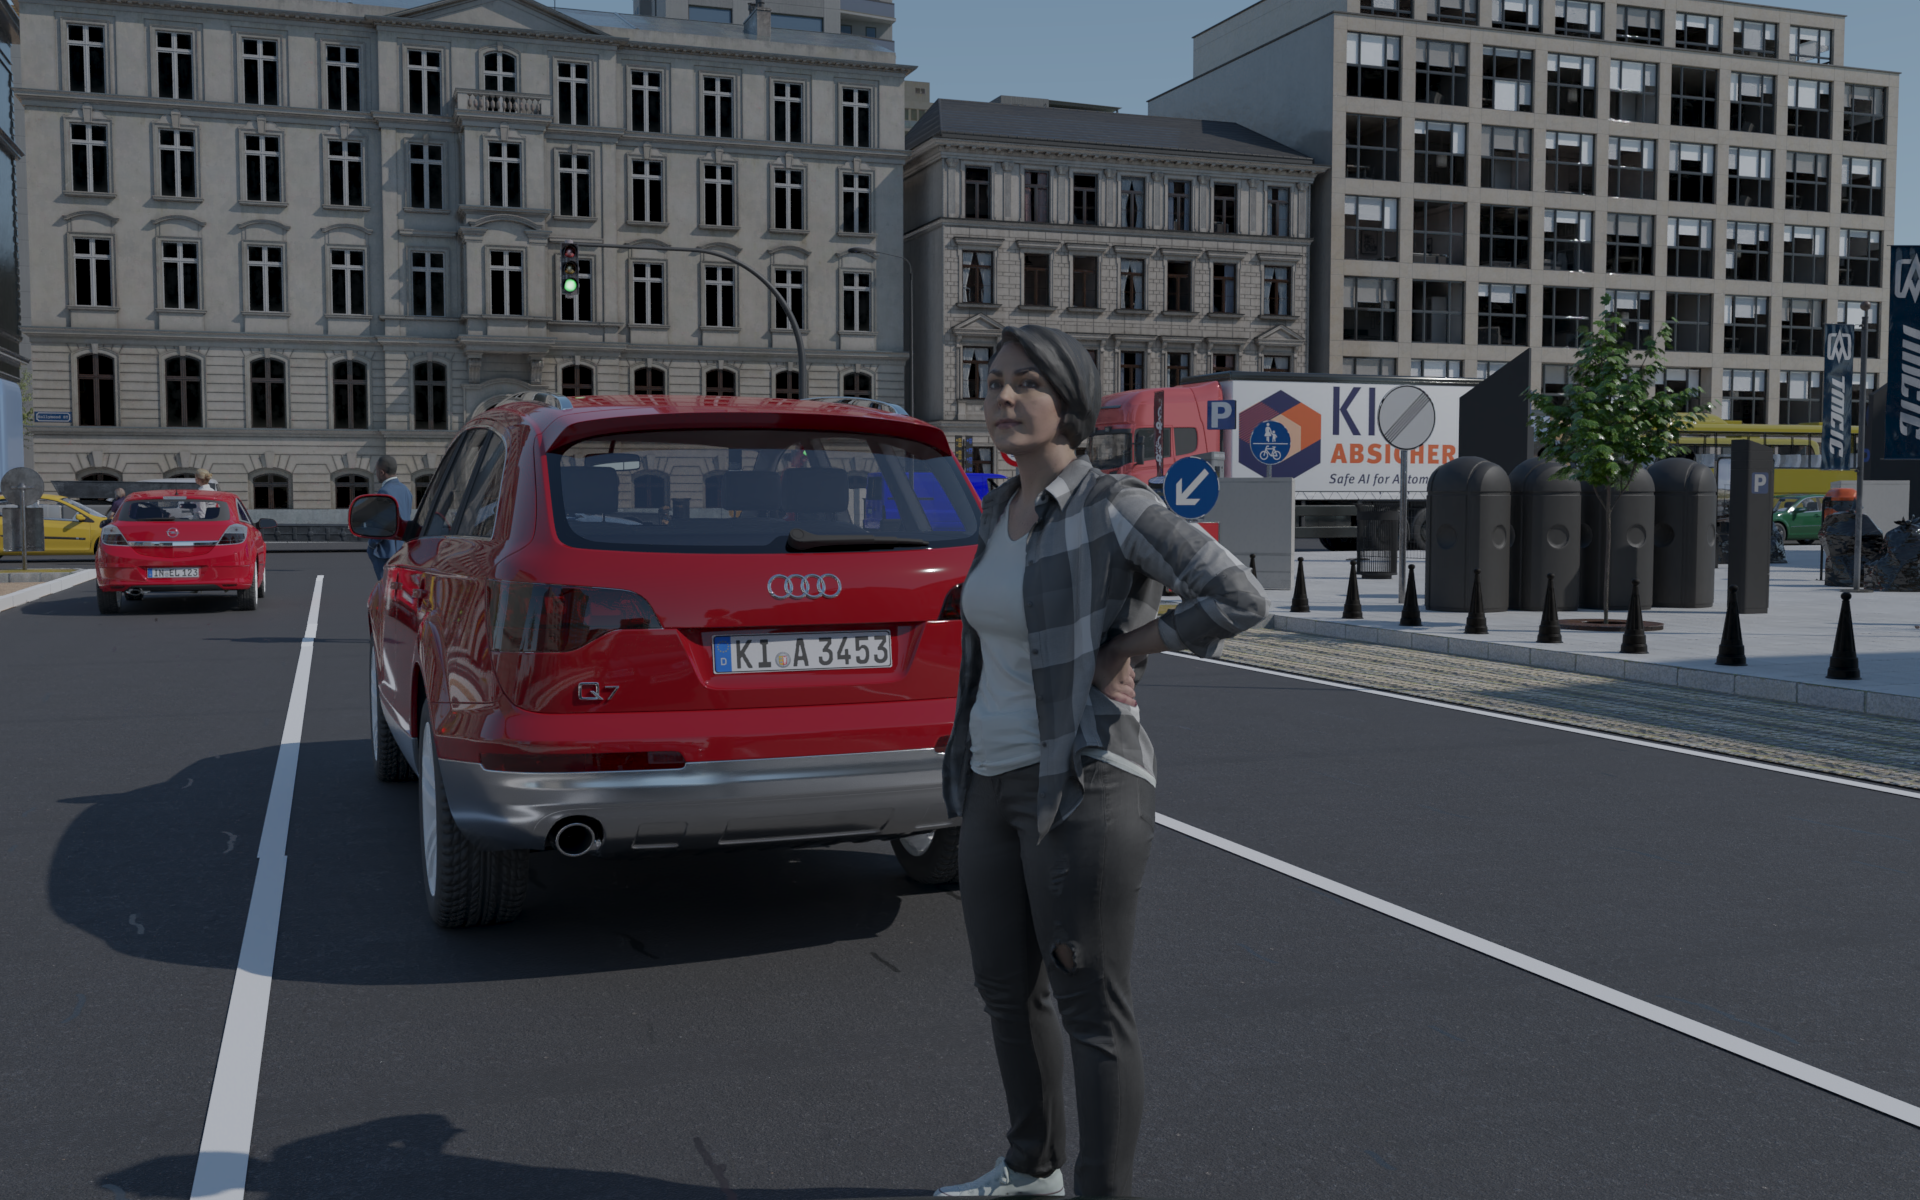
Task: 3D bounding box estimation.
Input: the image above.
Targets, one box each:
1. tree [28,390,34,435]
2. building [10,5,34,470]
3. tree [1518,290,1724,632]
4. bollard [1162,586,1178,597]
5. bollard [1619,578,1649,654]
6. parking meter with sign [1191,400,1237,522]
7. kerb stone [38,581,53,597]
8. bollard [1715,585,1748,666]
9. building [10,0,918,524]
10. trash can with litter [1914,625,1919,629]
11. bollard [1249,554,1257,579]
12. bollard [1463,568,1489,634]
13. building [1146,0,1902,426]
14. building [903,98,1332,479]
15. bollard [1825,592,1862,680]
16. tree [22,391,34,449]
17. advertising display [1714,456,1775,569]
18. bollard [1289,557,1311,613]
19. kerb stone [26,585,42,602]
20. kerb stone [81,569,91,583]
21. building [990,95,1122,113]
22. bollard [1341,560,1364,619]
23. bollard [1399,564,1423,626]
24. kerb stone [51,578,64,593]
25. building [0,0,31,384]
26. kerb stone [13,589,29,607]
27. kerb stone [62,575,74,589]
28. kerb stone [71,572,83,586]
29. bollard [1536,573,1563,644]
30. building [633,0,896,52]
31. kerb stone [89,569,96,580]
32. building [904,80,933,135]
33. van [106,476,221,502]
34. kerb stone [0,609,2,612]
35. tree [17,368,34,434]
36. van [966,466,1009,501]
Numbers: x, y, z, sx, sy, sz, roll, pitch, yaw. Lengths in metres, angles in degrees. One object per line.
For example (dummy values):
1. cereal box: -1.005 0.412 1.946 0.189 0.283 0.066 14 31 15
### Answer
1. tree: -55.931 -12.040 113.854 9.611 12.733 9.660 0 3 0
2. building: -124.075 -40.779 208.742 28.212 58.520 21.231 -1 4 -20
3. tree: 6.124 -1.348 16.649 1.663 3.219 1.824 0 3 0
4. bollard: 2.630 -0.350 21.770 0.229 0.601 0.229 0 3 0
5. bollard: 5.443 0.127 13.970 0.229 0.601 0.229 0 3 0
6. parking meter with sign: 4.472 -2.153 31.462 0.543 3.016 1.738 2 4 27
7. kerb stone: -12.907 -0.128 24.290 0.120 0.150 1.000 -1 4 -20
8. bollard: 5.796 0.186 12.997 0.229 0.601 0.229 0 3 0
9. building: -20.000 -15.578 73.780 34.723 24.649 14.460 -1 4 -20
10. trash can with litter: 10.349 -0.337 16.564 2.233 1.210 1.678 1 4 23
11. bollard: 3.341 -0.230 19.796 0.229 0.601 0.229 0 3 0
12. bollard: 4.748 0.008 15.912 0.229 0.601 0.229 0 3 0
13. building: 29.752 -17.717 94.191 34.151 26.468 19.350 -1 4 -20
14. building: 6.123 -13.246 81.205 19.286 19.102 10.561 -1 4 -20
15. bollard: 6.148 0.245 12.033 0.229 0.601 0.229 0 3 0
16. tree: -53.785 -8.914 96.111 4.360 8.622 3.978 0 3 0
17. advertising display: 13.453 -1.501 29.758 0.974 1.923 0.123 0 4 4
18. bollard: 3.697 -0.170 18.816 0.229 0.601 0.229 0 3 0
19. kerb stone: -12.552 -0.068 23.324 0.120 0.150 1.000 -1 4 -20
20. kerb stone: -14.304 -0.365 28.164 0.120 0.150 1.000 -1 4 -20
21. building: 8.226 -30.535 182.838 14.086 41.232 14.154 -1 4 -20
22. bollard: 4.048 -0.110 17.843 0.229 0.601 0.229 0 3 0
23. bollard: 4.396 -0.051 16.877 0.229 0.601 0.229 0 3 0
24. kerb stone: -13.250 -0.184 25.258 0.120 0.150 1.000 -1 4 -20
25. building: -45.862 -14.357 63.608 19.941 23.489 11.050 -1 4 -20
26. kerb stone: -12.197 -0.007 22.356 0.120 0.150 1.000 -1 4 -20
27. kerb stone: -13.598 -0.247 26.230 0.120 0.150 1.000 -1 4 -20
28. kerb stone: -13.953 -0.306 27.196 0.120 0.150 1.000 -1 4 -20
29. bollard: 5.092 0.067 14.945 0.229 0.601 0.229 0 3 0
30. building: -17.626 -37.257 151.147 21.231 58.520 28.212 -1 4 -20
31. kerb stone: -14.652 -0.424 29.128 0.120 0.150 1.000 -1 4 -20
32. building: -6.798 -29.147 168.439 23.993 40.220 32.217 -1 4 -20
33. van: -21.589 -2.363 45.647 4.112 2.044 2.013 -1 4 -19
34. kerb stone: -11.854 0.050 21.383 0.120 0.150 1.000 -1 4 -20
35. tree: -48.635 -8.399 87.694 4.737 8.622 4.395 0 3 0
36. van: -0.058 -2.765 49.596 5.245 2.365 2.240 -1 4 -19
